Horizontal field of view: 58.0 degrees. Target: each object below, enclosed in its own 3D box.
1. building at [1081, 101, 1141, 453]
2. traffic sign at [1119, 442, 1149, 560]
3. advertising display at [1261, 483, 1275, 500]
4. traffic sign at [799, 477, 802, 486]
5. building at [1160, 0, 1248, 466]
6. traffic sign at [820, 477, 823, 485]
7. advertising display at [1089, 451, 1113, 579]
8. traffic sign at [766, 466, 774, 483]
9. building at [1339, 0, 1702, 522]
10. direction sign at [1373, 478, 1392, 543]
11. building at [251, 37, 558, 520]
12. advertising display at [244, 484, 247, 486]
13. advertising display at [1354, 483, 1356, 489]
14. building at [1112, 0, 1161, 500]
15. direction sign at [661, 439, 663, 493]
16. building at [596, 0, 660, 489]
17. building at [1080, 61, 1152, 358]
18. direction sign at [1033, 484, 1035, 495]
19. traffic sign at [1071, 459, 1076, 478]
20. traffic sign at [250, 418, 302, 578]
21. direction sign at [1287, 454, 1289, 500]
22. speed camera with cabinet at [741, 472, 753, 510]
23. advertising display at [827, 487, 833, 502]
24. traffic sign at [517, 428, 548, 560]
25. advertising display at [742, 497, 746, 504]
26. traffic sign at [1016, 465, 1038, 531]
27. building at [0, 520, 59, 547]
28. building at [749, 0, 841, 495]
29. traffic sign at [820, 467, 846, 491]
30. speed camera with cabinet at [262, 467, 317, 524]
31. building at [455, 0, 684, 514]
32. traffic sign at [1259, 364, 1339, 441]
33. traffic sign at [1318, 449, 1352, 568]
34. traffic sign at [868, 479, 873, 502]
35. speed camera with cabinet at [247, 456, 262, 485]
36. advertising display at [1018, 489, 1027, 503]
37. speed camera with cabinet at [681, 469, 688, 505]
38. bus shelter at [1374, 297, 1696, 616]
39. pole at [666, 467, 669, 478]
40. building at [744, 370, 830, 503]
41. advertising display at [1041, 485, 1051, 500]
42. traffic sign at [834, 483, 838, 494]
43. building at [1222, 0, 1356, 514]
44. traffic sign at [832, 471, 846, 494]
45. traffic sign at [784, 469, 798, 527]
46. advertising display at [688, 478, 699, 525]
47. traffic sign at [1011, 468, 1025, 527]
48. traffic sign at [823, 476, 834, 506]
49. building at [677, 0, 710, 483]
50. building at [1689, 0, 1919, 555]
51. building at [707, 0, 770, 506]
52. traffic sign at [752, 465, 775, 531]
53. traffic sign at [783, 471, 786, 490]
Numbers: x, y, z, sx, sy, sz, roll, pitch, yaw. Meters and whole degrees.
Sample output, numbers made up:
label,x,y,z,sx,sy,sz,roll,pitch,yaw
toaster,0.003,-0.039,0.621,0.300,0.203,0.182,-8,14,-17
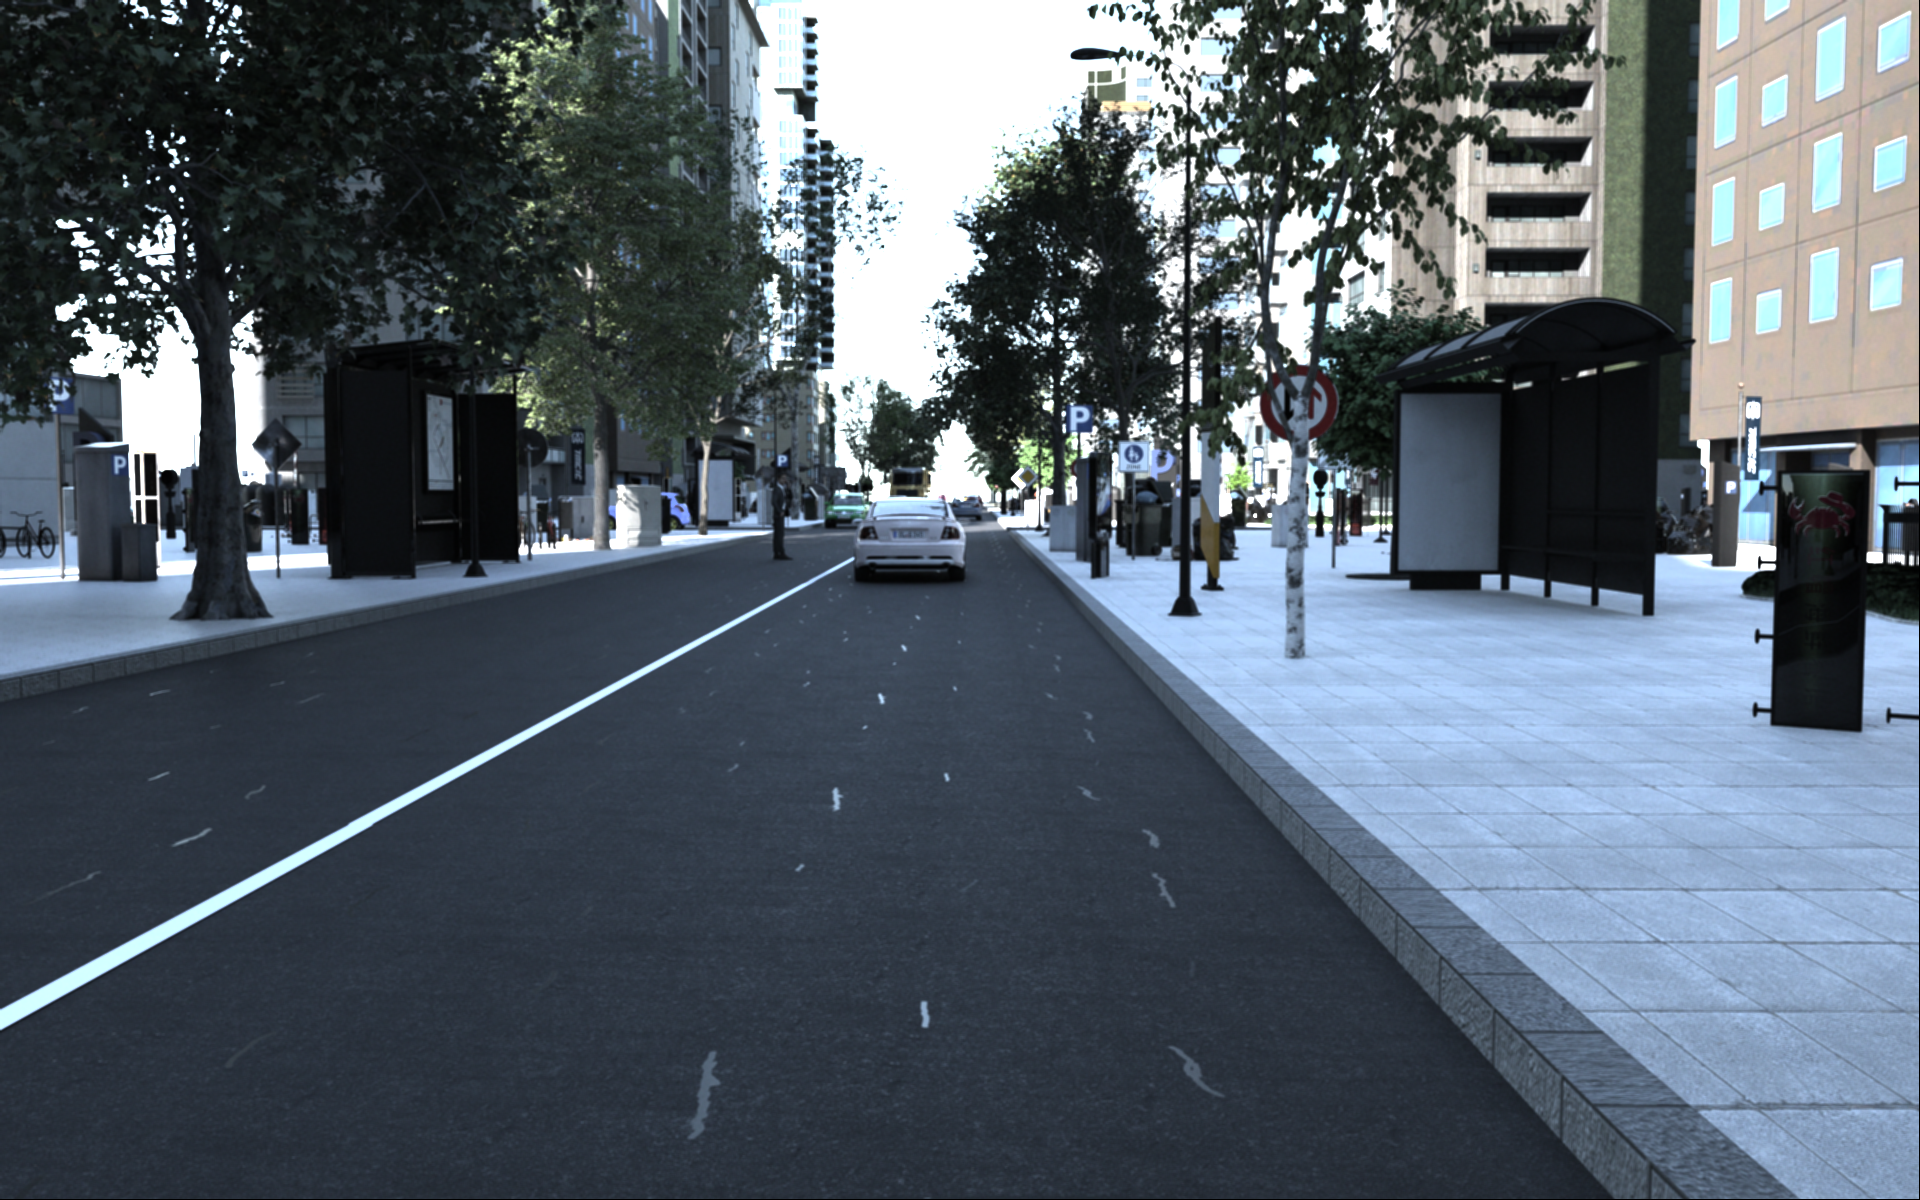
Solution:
label,x,y,z,sx,sy,sz,roll,pitch,yaw
building,29.187,-44.315,266.556,21.231,58.520,28.212,0,4,0
traffic sign,3.367,-1.924,33.585,0.606,2.300,0.079,0,4,7
advertising display,17.912,-5.847,100.817,0.974,1.923,0.123,-2,4,-30
traffic sign,-11.419,-7.398,121.055,0.768,2.556,0.104,1,4,10
building,28.876,-37.722,158.755,21.231,58.520,28.212,0,4,0
traffic sign,-10.433,-7.805,127.719,0.768,2.556,0.104,1,4,8
advertising display,2.161,-1.309,26.615,0.123,1.923,0.974,1,4,19
traffic sign,-8.740,-4.824,78.978,0.768,2.556,0.104,0,4,2
building,27.287,-19.217,85.908,14.107,30.474,14.160,0,4,0
direction sign,11.166,-3.295,45.870,0.876,3.537,0.379,-3,4,-38
building,-26.974,-24.793,88.953,14.154,41.232,14.086,0,4,0
advertising display,-44.105,-6.181,106.281,0.974,1.923,0.123,2,4,26
advertising display,23.086,-5.824,100.437,0.974,1.923,0.123,-2,4,-34
building,29.151,-53.533,187.928,22.319,86.520,31.000,0,4,0
direction sign,-12.072,-4.783,70.195,0.379,3.537,0.876,-1,4,-15
building,-27.610,-28.185,110.935,14.600,45.320,14.200,0,4,0
building,28.828,-52.162,291.104,20.563,71.187,20.611,0,4,0
direction sign,4.532,-6.979,106.105,0.876,3.537,0.379,-2,4,-33
traffic sign,4.240,-3.688,60.408,0.768,2.556,0.104,0,4,1
traffic sign,-10.429,-1.545,26.439,0.795,2.450,0.064,0,4,2
direction sign,18.525,-6.477,97.900,0.379,3.537,0.876,1,4,13
speed camera with cabinet,-16.851,-8.741,137.247,0.660,3.252,2.038,3,4,38
advertising display,-8.376,-6.490,111.324,0.123,1.923,0.974,-1,4,-23
traffic sign,-8.325,-2.039,33.437,0.768,2.556,0.104,0,4,4
advertising display,-17.803,-8.380,142.227,0.123,1.923,0.974,-3,5,-43
traffic sign,2.356,-3.455,60.135,0.795,2.450,0.064,0,4,0
building,-35.391,-27.081,32.006,27.495,52.752,28.713,0,4,0
building,-30.508,-59.447,284.636,22.319,86.520,31.000,0,4,0
traffic sign,-9.551,-8.226,128.368,2.265,3.308,0.079,0,4,1
speed camera with cabinet,-28.887,-4.918,74.751,2.038,3.252,0.660,-1,4,-21
building,-29.584,-27.497,133.177,14.154,41.232,14.086,0,4,0
traffic sign,3.325,-1.037,17.065,0.768,2.556,0.104,0,4,5
traffic sign,6.496,-1.708,30.055,0.606,2.300,0.079,0,4,6
traffic sign,-7.084,-8.180,133.852,0.768,2.556,0.104,1,4,9
speed camera with cabinet,-37.250,-5.835,89.742,2.038,3.252,0.660,-1,4,-12
advertising display,4.961,-8.053,136.878,0.974,1.923,0.123,-3,4,-38
speed camera with cabinet,-21.931,-8.890,139.686,0.660,3.252,2.038,1,4,11
bus shelter,6.563,-1.633,20.621,2.014,3.302,5.546,0,4,0
pole,-22.361,-8.472,132.353,0.158,3.312,0.155,0,3,0
building,-34.230,-25.173,256.620,27.650,21.520,28.899,0,4,0
advertising display,4.513,-5.298,91.834,0.123,1.923,0.974,-2,4,-31
traffic sign,-9.015,-7.642,125.054,0.768,2.556,0.104,1,4,8
building,31.875,-30.777,122.815,23.786,49.044,30.456,0,4,0
traffic sign,-6.741,-5.886,96.343,0.768,2.556,0.104,0,4,7
traffic sign,-6.778,-3.949,68.209,0.795,2.450,0.064,0,4,0
advertising display,-10.970,-4.054,71.494,0.123,1.923,0.974,1,4,17
traffic sign,2.416,-3.944,68.120,0.795,2.450,0.064,0,4,0
traffic sign,-7.470,-5.885,98.355,0.606,2.300,0.079,0,4,2
building,-30.919,-43.716,153.001,20.563,71.187,20.611,0,4,0
building,26.321,-23.717,37.885,14.600,45.320,14.200,0,4,0
building,-35.082,-36.007,177.951,28.713,52.752,27.495,0,4,0
traffic sign,-6.838,-3.461,60.225,0.795,2.450,0.064,0,4,0
traffic sign,-9.834,-5.943,97.282,0.768,2.556,0.104,0,4,5
